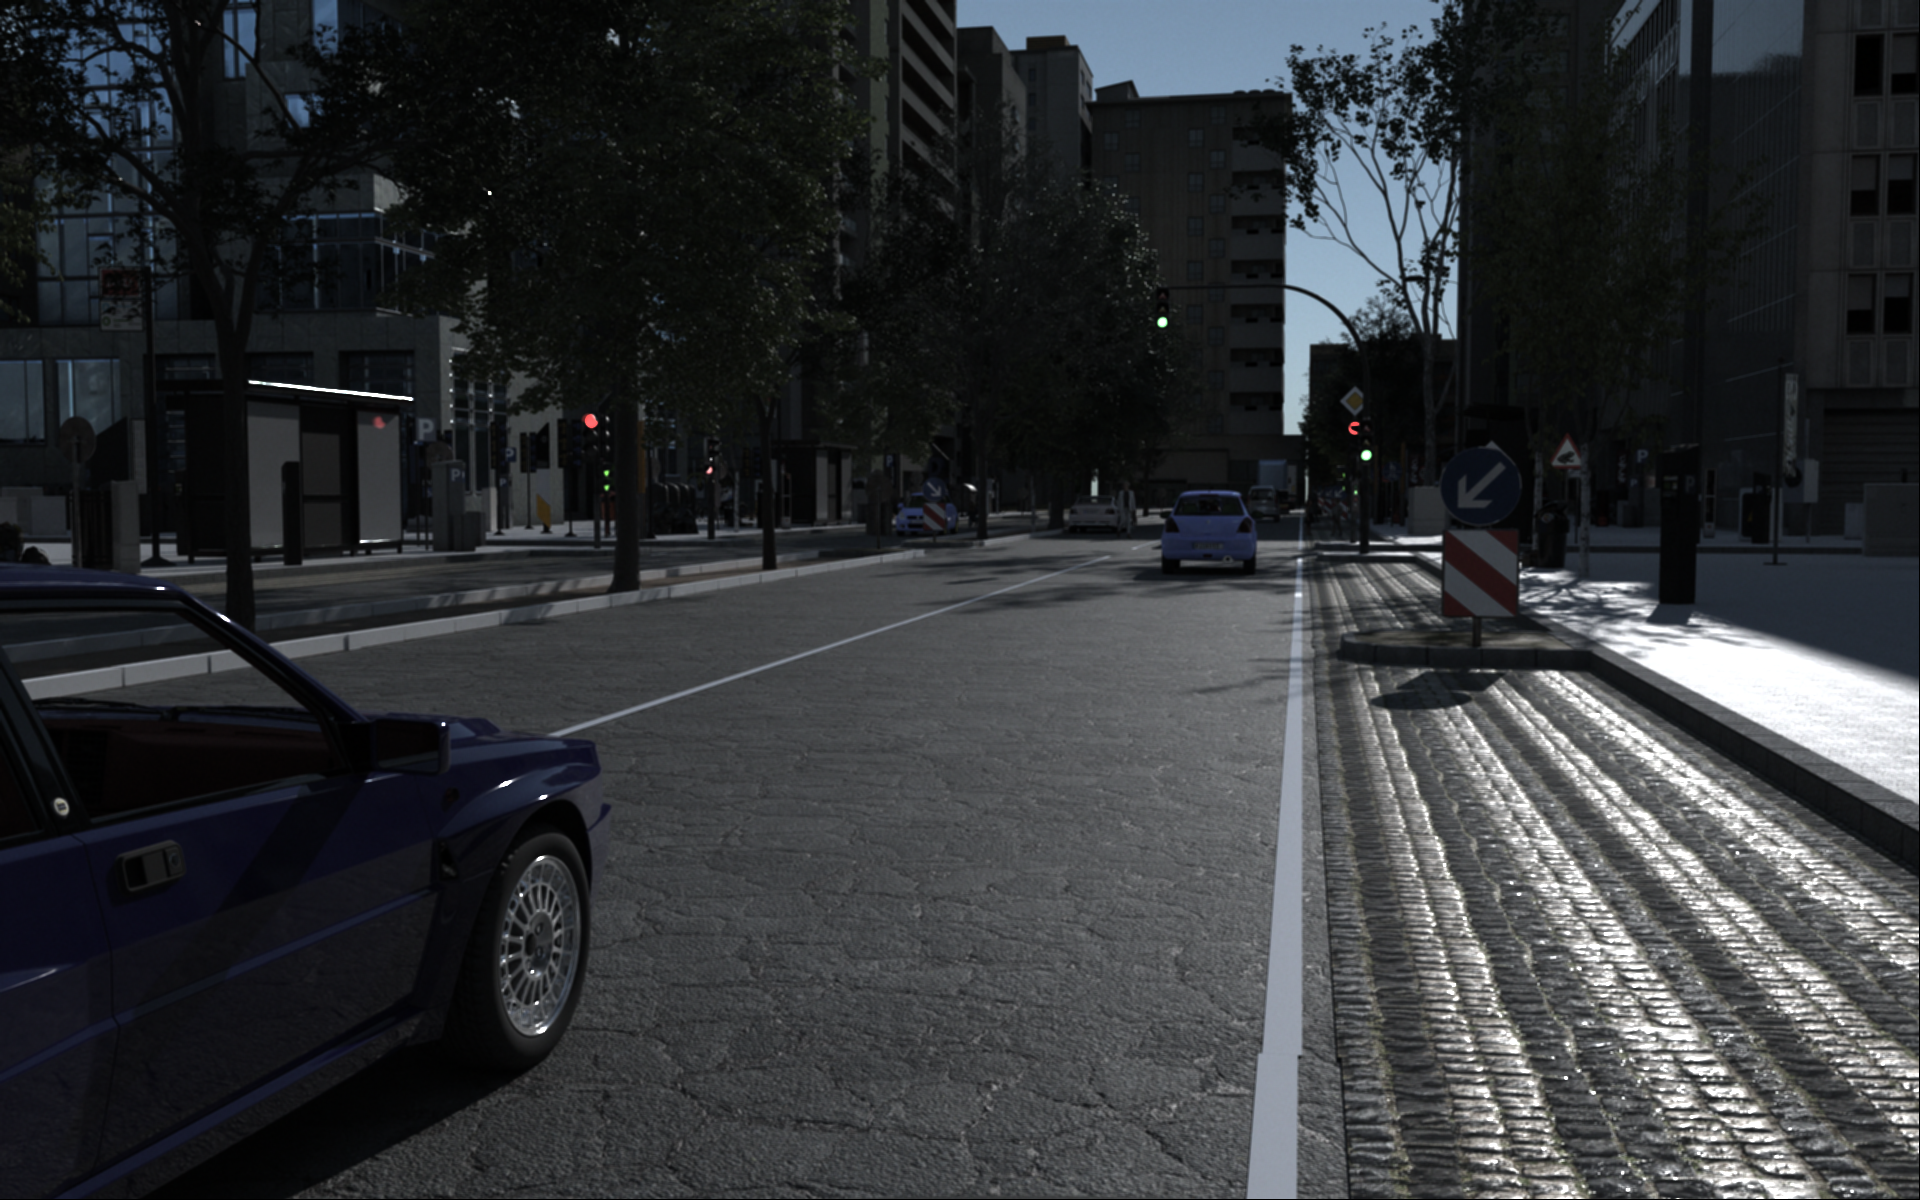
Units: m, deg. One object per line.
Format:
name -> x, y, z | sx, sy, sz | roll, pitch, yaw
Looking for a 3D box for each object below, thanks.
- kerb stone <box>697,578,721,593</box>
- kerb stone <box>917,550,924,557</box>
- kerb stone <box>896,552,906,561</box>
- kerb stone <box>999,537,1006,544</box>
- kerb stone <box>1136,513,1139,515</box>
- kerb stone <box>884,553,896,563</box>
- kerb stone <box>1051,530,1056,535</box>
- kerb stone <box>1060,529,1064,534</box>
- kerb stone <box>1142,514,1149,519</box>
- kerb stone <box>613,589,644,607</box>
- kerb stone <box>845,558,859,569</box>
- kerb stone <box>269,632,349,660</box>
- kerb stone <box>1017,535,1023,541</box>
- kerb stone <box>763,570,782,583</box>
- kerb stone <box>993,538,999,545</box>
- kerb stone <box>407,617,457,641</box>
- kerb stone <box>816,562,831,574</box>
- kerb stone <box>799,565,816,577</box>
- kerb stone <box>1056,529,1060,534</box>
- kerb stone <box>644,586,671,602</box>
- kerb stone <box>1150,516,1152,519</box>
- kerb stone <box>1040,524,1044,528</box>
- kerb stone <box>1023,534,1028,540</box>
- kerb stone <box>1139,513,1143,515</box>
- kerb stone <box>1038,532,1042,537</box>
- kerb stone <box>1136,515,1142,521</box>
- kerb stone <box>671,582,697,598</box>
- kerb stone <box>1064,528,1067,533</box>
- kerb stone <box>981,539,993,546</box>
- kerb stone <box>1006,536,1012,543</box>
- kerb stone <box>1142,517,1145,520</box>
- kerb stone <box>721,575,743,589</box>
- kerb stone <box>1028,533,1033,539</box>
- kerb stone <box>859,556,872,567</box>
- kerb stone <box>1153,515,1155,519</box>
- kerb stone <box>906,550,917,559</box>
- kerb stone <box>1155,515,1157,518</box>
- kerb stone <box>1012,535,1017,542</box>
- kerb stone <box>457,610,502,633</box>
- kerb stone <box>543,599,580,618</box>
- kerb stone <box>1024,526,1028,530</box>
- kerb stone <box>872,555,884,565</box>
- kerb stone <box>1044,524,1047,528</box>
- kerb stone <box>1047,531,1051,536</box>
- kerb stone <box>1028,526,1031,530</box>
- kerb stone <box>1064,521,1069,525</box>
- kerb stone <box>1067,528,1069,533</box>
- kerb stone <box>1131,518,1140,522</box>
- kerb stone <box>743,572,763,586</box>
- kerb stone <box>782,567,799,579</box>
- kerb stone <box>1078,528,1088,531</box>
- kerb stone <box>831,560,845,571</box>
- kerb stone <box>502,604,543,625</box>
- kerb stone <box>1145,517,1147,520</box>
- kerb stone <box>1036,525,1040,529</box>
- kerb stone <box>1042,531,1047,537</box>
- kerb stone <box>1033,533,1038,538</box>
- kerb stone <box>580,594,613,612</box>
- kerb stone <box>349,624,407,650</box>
kerb stone -> -3.771, -0.196, 25.411 | 0.120, 0.150, 1.000 | 1, 4, 11
kerb stone -> -0.981, -1.057, 39.476 | 0.120, 0.150, 1.000 | 1, 4, 11
kerb stone -> -1.386, -0.933, 37.466 | 0.120, 0.150, 1.000 | 1, 4, 11
kerb stone -> 1.104, -1.707, 50.097 | 0.120, 0.150, 1.000 | 1, 4, 11
kerb stone -> 11.371, -5.542, 112.855 | 0.120, 0.150, 1.000 | 1, 4, 11
kerb stone -> -1.585, -0.873, 36.463 | 0.120, 0.150, 1.000 | 1, 4, 11
kerb stone -> 3.111, -2.321, 60.185 | 0.120, 0.150, 1.000 | 1, 4, 11
kerb stone -> 3.500, -2.445, 62.192 | 0.120, 0.150, 1.000 | 1, 4, 11
kerb stone -> 10.263, -4.539, 96.410 | 0.120, 0.150, 1.000 | 1, 4, 11
kerb stone -> -4.366, -0.012, 22.394 | 0.120, 0.150, 1.000 | 1, 4, 11
kerb stone -> -2.179, -0.688, 33.448 | 0.120, 0.150, 1.000 | 1, 4, 11
kerb stone -> -5.769, 0.418, 15.357 | 0.120, 0.150, 1.000 | 1, 4, 11
kerb stone -> 1.707, -1.892, 53.124 | 0.120, 0.150, 1.000 | 1, 4, 11
kerb stone -> -3.169, -0.381, 28.421 | 0.120, 0.150, 1.000 | 1, 4, 11
kerb stone -> 0.903, -1.645, 49.094 | 0.120, 0.150, 1.000 | 1, 4, 11
kerb stone -> -5.361, 0.295, 17.364 | 0.120, 0.150, 1.000 | 1, 4, 11
kerb stone -> -2.582, -0.559, 31.434 | 0.120, 0.150, 1.000 | 1, 4, 11
kerb stone -> -2.779, -0.496, 30.429 | 0.120, 0.150, 1.000 | 1, 4, 11
kerb stone -> 3.300, -2.383, 61.190 | 0.120, 0.150, 1.000 | 1, 4, 11
kerb stone -> -4.171, -0.074, 23.403 | 0.120, 0.150, 1.000 | 1, 4, 11
kerb stone -> 10.661, -4.656, 98.417 | 0.120, 0.150, 1.000 | 1, 4, 11
kerb stone -> 3.223, -3.017, 71.624 | 0.120, 0.150, 1.000 | 1, 4, 11
kerb stone -> 1.902, -1.953, 54.128 | 0.120, 0.150, 1.000 | 1, 4, 11
kerb stone -> 12.175, -5.788, 116.880 | 0.120, 0.150, 1.000 | 1, 4, 11
kerb stone -> 2.500, -2.139, 57.162 | 0.120, 0.150, 1.000 | 1, 4, 11
kerb stone -> 9.476, -4.293, 92.379 | 0.120, 0.150, 1.000 | 1, 4, 11
kerb stone -> -3.967, -0.135, 24.404 | 0.120, 0.150, 1.000 | 1, 4, 11
kerb stone -> 3.703, -2.508, 63.209 | 0.120, 0.150, 1.000 | 1, 4, 11
kerb stone -> 0.709, -1.583, 48.089 | 0.120, 0.150, 1.000 | 1, 4, 11
kerb stone -> 1.308, -1.764, 51.115 | 0.120, 0.150, 1.000 | 1, 4, 11
kerb stone -> 9.864, -4.416, 94.395 | 0.120, 0.150, 1.000 | 1, 4, 11
kerb stone -> -3.572, -0.258, 26.417 | 0.120, 0.150, 1.000 | 1, 4, 11
kerb stone -> 2.107, -2.015, 55.139 | 0.120, 0.150, 1.000 | 1, 4, 11
kerb stone -> -1.988, -0.749, 34.452 | 0.120, 0.150, 1.000 | 1, 4, 11
kerb stone -> 11.060, -4.785, 100.424 | 0.120, 0.150, 1.000 | 1, 4, 11
kerb stone -> -1.186, -0.992, 38.470 | 0.120, 0.150, 1.000 | 1, 4, 11
kerb stone -> 11.263, -4.844, 101.429 | 0.120, 0.150, 1.000 | 1, 4, 11
kerb stone -> 1.504, -1.829, 52.118 | 0.120, 0.150, 1.000 | 1, 4, 11
kerb stone -> -5.165, 0.238, 18.367 | 0.120, 0.150, 1.000 | 1, 4, 11
kerb stone -> -4.769, 0.111, 20.381 | 0.120, 0.150, 1.000 | 1, 4, 11
kerb stone -> 2.433, -2.778, 67.611 | 0.120, 0.150, 1.000 | 1, 4, 11
kerb stone -> -1.794, -0.811, 35.463 | 0.120, 0.150, 1.000 | 1, 4, 11
kerb stone -> 3.428, -3.084, 72.630 | 0.120, 0.150, 1.000 | 1, 4, 11
kerb stone -> 2.902, -2.262, 59.184 | 0.120, 0.150, 1.000 | 1, 4, 11
kerb stone -> 2.627, -2.839, 68.615 | 0.120, 0.150, 1.000 | 1, 4, 11
kerb stone -> 5.010, -3.578, 80.688 | 0.120, 0.150, 1.000 | 1, 4, 11
kerb stone -> 3.907, -2.570, 64.211 | 0.120, 0.150, 1.000 | 1, 4, 11
kerb stone -> 9.263, -4.231, 91.379 | 0.120, 0.150, 1.000 | 1, 4, 11
kerb stone -> -3.373, -0.320, 27.420 | 0.120, 0.150, 1.000 | 1, 4, 11
kerb stone -> -2.984, -0.441, 29.428 | 0.120, 0.150, 1.000 | 1, 4, 11
kerb stone -> 4.883, -2.875, 69.241 | 0.120, 0.150, 1.000 | 1, 4, 11
kerb stone -> -2.382, -0.626, 32.436 | 0.120, 0.150, 1.000 | 1, 4, 11
kerb stone -> -4.963, 0.173, 19.369 | 0.120, 0.150, 1.000 | 1, 4, 11
kerb stone -> 10.059, -4.478, 95.408 | 0.120, 0.150, 1.000 | 1, 4, 11
kerb stone -> 3.023, -2.962, 70.621 | 0.120, 0.150, 1.000 | 1, 4, 11
kerb stone -> 2.706, -2.198, 58.164 | 0.120, 0.150, 1.000 | 1, 4, 11
kerb stone -> 2.305, -2.074, 56.142 | 0.120, 0.150, 1.000 | 1, 4, 11
kerb stone -> -4.569, 0.051, 21.392 | 0.120, 0.150, 1.000 | 1, 4, 11
kerb stone -> -5.555, 0.357, 16.357 | 0.120, 0.150, 1.000 | 1, 4, 11
